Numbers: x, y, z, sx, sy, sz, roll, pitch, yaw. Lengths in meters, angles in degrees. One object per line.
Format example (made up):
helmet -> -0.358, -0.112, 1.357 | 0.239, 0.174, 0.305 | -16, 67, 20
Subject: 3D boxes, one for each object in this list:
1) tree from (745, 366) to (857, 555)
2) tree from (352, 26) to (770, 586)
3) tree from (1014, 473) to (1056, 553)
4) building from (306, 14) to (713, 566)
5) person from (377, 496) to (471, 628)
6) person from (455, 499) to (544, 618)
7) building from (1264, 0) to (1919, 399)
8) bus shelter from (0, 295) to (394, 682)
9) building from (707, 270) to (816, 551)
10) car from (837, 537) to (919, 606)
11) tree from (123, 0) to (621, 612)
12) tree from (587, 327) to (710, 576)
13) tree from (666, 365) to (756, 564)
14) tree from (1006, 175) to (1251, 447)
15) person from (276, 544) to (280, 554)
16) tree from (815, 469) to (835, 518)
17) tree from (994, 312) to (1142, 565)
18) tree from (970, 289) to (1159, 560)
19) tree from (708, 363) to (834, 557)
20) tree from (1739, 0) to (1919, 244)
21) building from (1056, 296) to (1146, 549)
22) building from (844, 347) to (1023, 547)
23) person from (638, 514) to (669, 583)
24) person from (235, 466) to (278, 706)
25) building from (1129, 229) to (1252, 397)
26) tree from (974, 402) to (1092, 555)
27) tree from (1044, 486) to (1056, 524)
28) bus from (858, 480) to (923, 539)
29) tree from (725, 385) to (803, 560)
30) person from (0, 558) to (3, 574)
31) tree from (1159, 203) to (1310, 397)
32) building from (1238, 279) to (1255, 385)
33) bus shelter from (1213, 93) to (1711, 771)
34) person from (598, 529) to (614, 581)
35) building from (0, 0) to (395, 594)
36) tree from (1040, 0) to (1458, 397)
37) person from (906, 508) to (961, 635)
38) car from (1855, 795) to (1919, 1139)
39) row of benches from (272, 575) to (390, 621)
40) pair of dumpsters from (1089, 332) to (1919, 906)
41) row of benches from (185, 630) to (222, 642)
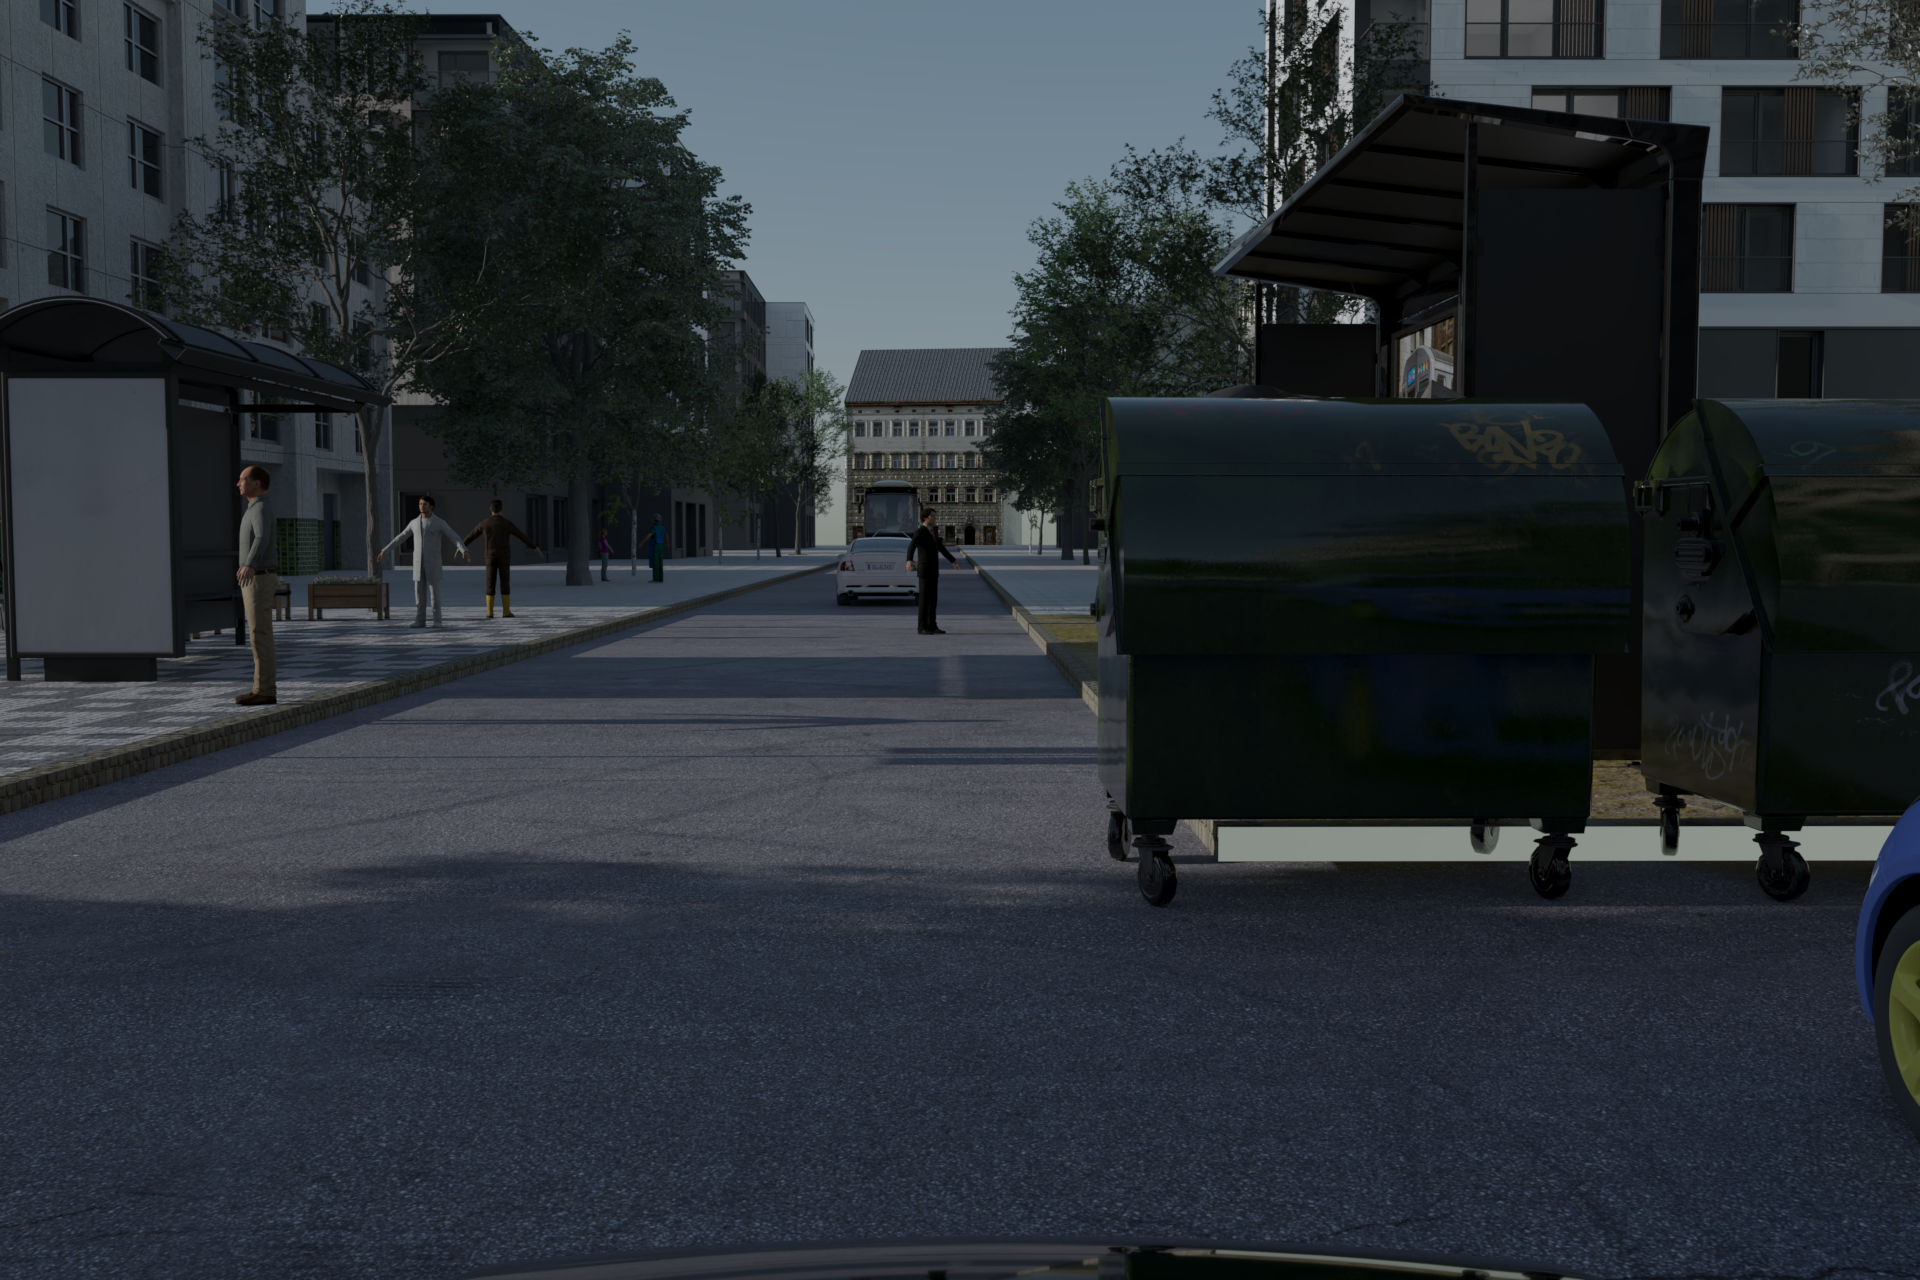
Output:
tree -> -9.860, -11.052, 106.458 | 9.928, 11.665, 9.643 | 0, 3, 0
tree -> -9.626, -8.330, 42.843 | 9.857, 13.997, 8.962 | 0, 3, 0
tree -> 4.915, -10.032, 114.386 | 4.737, 8.622, 4.395 | 0, 3, 0
building -> -28.487, -14.730, 84.813 | 27.936, 21.610, 32.646 | 0, 4, 0
person -> -7.315, -1.074, 23.746 | 1.347, 1.806, 0.705 | 1, 4, 9
person -> -7.075, -1.247, 26.529 | 1.346, 1.812, 0.704 | 0, 4, -3
building -> 23.811, -13.140, 58.807 | 27.936, 21.610, 32.646 | 0, 4, 0
bus shelter -> -7.578, -1.441, 17.487 | 2.014, 3.302, 5.546 | 0, 4, -1
building -> -27.528, -18.738, 150.348 | 27.936, 21.610, 32.646 | 0, 4, -1
car -> -1.555, -1.452, 36.104 | 2.083, 1.381, 4.827 | 0, 4, 0
tree -> -9.569, -5.758, 28.550 | 8.767, 10.594, 7.601 | 0, 4, 3
tree -> -9.961, -6.300, 53.372 | 4.737, 8.622, 4.395 | 0, 3, 0
tree -> -10.522, -7.585, 74.385 | 4.737, 8.622, 4.395 | 0, 3, 0
tree -> 4.931, -7.671, 51.171 | 9.928, 11.665, 9.643 | 0, 3, 0
person -> -12.230, -1.485, 30.748 | 0.721, 1.772, 1.216 | -1, 4, -14
tree -> -18.008, -16.314, 201.150 | 7.601, 10.594, 8.767 | 0, 4, -3
tree -> 4.936, -8.405, 71.832 | 7.601, 10.594, 8.767 | -1, 4, -11
tree -> 5.240, -10.937, 85.480 | 9.857, 13.997, 8.962 | 0, 3, 0
tree -> -10.342, -9.839, 95.277 | 7.601, 10.594, 8.767 | 0, 4, 3
tree -> 11.787, -6.420, 15.342 | 12.009, 13.543, 11.850 | 0, 3, 0
building -> 22.977, -19.647, 165.209 | 27.936, 21.610, 32.646 | 0, 4, 0
building -> -2.709, -22.665, 203.954 | 18.063, 23.208, 19.493 | 1, 4, 9
person -> -7.993, -2.409, 45.506 | 0.704, 1.817, 1.347 | 2, 4, 25
person -> -5.331, -0.417, 13.095 | 0.705, 1.796, 1.348 | -1, 4, -23
building -> 20.971, -18.514, 133.634 | 19.493, 23.208, 18.063 | 0, 3, 0
tree -> 5.024, -10.531, 106.597 | 8.767, 10.594, 7.601 | -1, 4, -20
tree -> 13.295, -17.315, 201.224 | 7.486, 12.596, 7.792 | 0, 3, 0
bus -> -3.171, -5.595, 83.027 | 2.896, 3.916, 12.252 | 0, 4, -1
tree -> -9.958, -8.296, 86.009 | 4.737, 8.622, 4.395 | 0, 3, 0
person -> -9.633, -0.646, 16.330 | 0.705, 1.858, 1.354 | 2, 4, 28
tree -> 5.797, -5.446, 39.410 | 4.360, 8.622, 3.978 | 0, 3, 0
building -> 24.729, -15.651, 86.830 | 19.493, 23.208, 18.063 | 0, 4, 0
bus shelter -> 3.163, -1.291, 12.398 | 1.731, 3.624, 6.357 | 0, 4, -1
person -> -9.598, -2.309, 47.023 | 0.599, 1.433, 0.991 | -2, 4, -28
building -> -28.490, -10.941, 45.346 | 16.747, 18.905, 31.486 | 0, 3, 0
tree -> 5.596, -5.823, 29.611 | 8.767, 10.594, 7.601 | -1, 4, -9
person -> -0.428, -0.986, 24.757 | 0.705, 1.806, 1.347 | 2, 4, 32
car -> 3.083, 0.412, 2.858 | 1.945, 1.707, 3.694 | 0, 4, -1
row of benches -> -10.451, -0.624, 25.662 | 4.104, 0.672, 1.422 | 0, 4, -8
pair of dumpsters -> 2.749, -0.137, 7.190 | 4.436, 2.255, 1.574 | 0, 4, -1
row of benches -> -9.449, -0.292, 20.230 | 1.422, 0.672, 4.104 | -1, 4, -9
